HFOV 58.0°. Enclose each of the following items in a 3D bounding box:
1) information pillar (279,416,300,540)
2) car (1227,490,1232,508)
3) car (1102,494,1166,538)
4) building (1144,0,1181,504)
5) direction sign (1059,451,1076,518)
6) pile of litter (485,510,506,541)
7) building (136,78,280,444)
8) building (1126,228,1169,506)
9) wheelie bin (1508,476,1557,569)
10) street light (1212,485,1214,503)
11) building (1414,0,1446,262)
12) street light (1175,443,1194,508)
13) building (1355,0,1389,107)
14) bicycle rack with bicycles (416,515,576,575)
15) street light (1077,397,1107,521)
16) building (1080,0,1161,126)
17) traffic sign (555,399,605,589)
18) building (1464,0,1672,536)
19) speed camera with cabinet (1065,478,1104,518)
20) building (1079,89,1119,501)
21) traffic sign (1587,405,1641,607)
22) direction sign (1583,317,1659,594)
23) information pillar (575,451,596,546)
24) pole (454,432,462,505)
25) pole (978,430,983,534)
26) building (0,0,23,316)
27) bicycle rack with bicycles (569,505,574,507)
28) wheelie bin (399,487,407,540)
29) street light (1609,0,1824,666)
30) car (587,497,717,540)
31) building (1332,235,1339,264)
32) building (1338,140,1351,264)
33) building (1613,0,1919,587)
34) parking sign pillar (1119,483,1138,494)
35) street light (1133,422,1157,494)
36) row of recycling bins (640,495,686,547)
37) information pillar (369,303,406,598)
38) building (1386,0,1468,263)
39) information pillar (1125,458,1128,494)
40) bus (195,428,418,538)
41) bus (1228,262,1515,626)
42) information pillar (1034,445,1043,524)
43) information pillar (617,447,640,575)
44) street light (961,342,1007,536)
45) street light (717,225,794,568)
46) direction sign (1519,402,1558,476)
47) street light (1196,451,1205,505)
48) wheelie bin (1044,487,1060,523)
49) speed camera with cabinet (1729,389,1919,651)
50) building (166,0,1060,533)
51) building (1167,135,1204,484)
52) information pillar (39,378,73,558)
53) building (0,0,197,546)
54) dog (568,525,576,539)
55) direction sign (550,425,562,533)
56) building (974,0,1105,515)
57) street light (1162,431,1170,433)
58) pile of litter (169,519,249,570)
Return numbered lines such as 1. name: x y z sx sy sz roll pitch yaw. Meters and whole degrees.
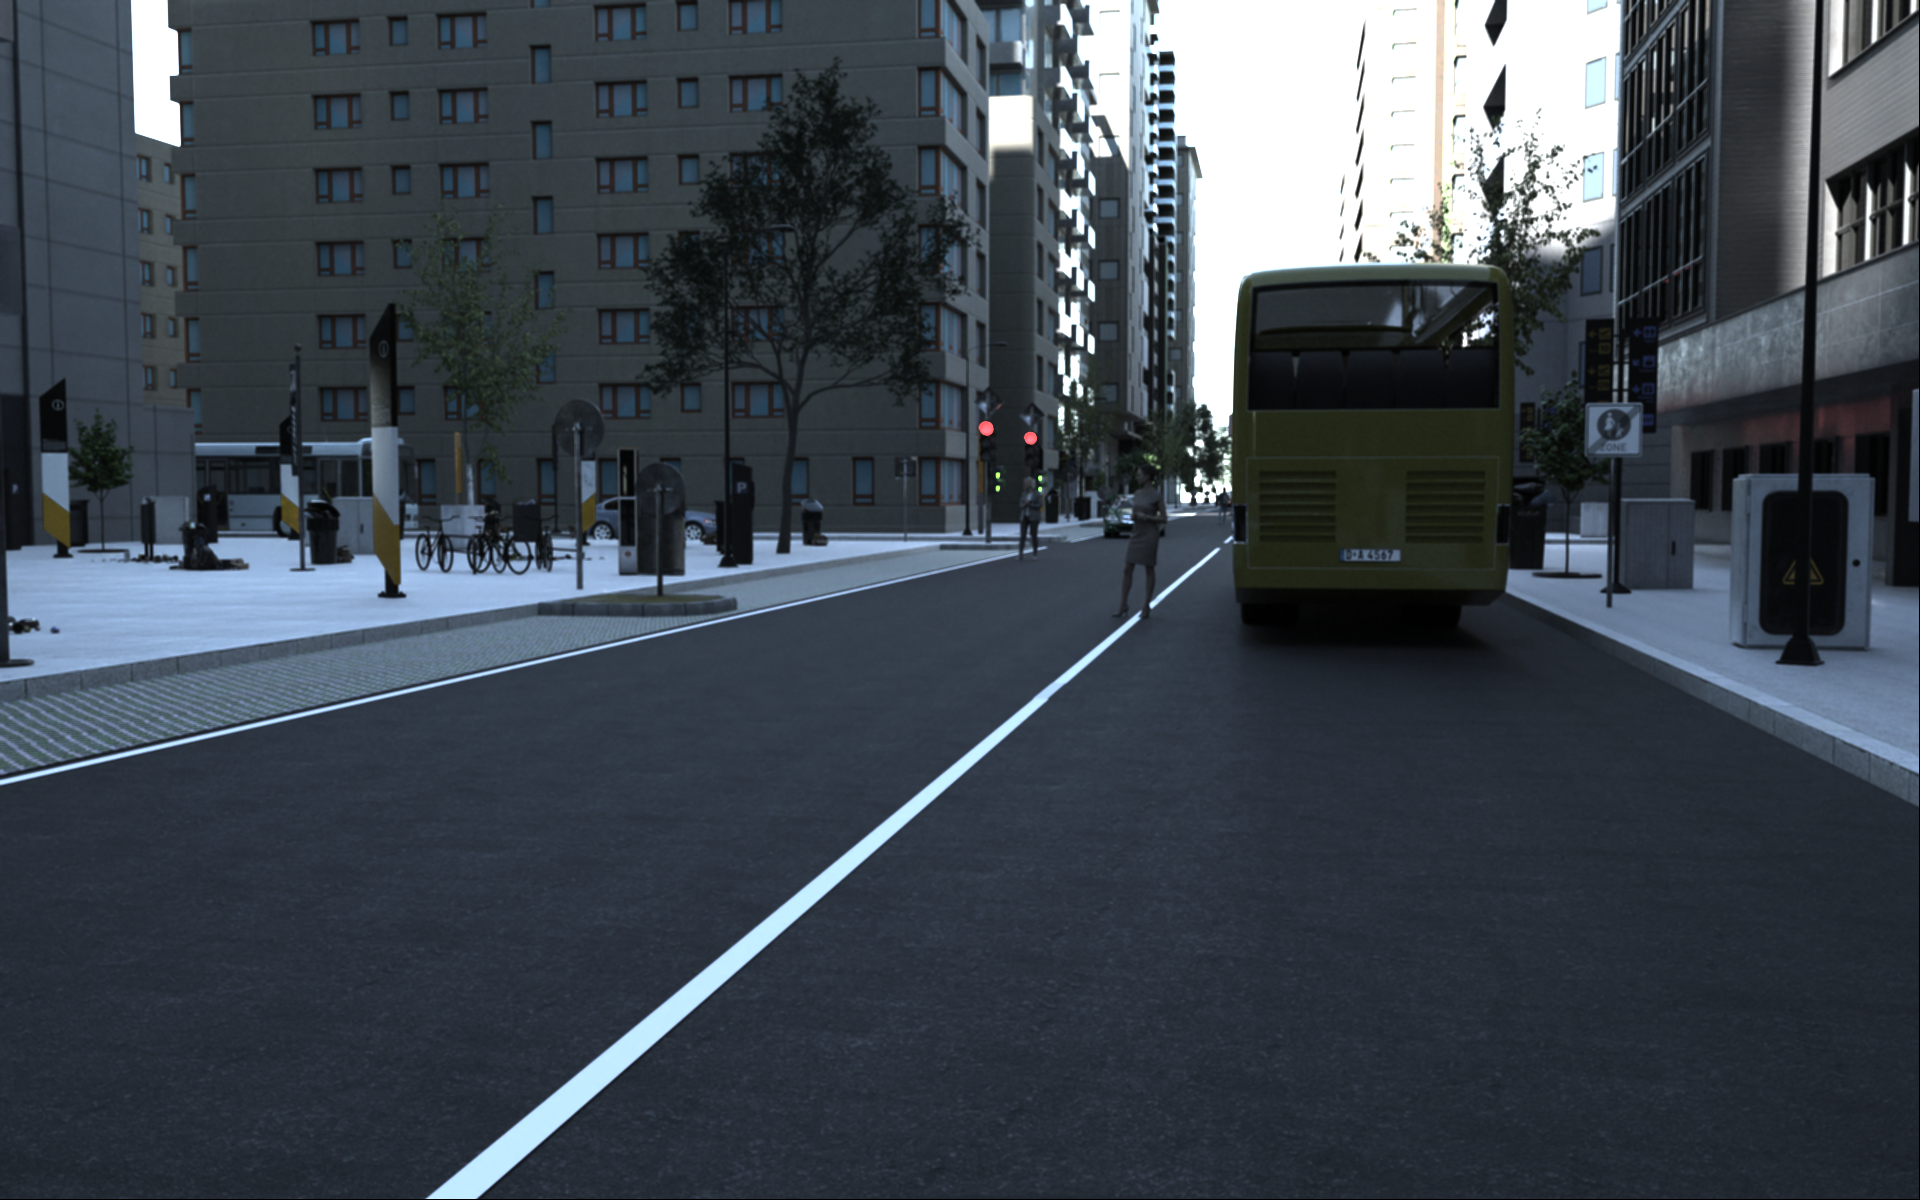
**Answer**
1. information pillar: -18.622 -3.474 48.154 0.504 3.616 0.183 0 4 -3
2. car: 24.357 -8.831 153.052 2.281 1.827 5.304 1 4 9
3. car: 5.890 -2.832 58.099 2.131 1.459 4.920 1 4 10
4. building: 18.582 -56.010 228.433 22.319 86.520 31.000 1 4 11
5. direction sign: 5.693 -6.099 91.710 0.876 3.537 0.379 0 4 -4
6. pile of litter: -13.058 -2.053 47.539 1.176 0.858 1.719 -2 4 -32
7. building: -53.975 -14.557 83.046 28.899 21.520 27.650 1 4 11
8. building: 14.996 -25.432 187.510 14.160 30.474 14.107 1 4 11
9. wheelie bin: 9.720 -1.332 29.680 0.980 1.594 0.693 1 4 9
10. street light: 30.073 -14.537 210.222 1.470 5.913 1.316 1 4 11
11. building: 34.343 -27.612 101.569 14.600 45.320 14.200 1 4 11
12. street light: 20.282 -11.343 157.994 1.470 5.913 1.316 1 4 11
13. building: 46.453 -32.481 154.766 21.300 48.544 21.600 1 4 11
14. bicycle rack with bicycles: -7.506 -0.932 28.625 2.852 0.926 2.925 -2 4 -31
15. street light: 6.380 -6.777 83.337 1.470 5.913 1.316 1 4 11
16. building: 4.022 -35.370 167.537 28.713 52.752 27.495 1 4 11
17. traffic sign: -5.127 -1.417 23.281 0.768 2.556 0.104 1 4 20
18. building: 32.683 -31.559 57.988 28.212 58.520 21.231 1 4 11
19. speed camera with cabinet: 6.647 -5.996 92.368 2.038 3.252 0.660 0 4 7
20. building: -2.303 -27.546 142.265 32.217 40.220 23.993 1 4 11
21. traffic sign: 7.347 -1.064 19.532 0.606 2.300 0.079 1 4 11
22. direction sign: 8.514 -1.858 22.376 0.876 3.537 0.379 2 4 23
23. information pillar: -9.343 -3.168 43.151 0.504 3.616 0.183 0 4 0
24. pole: -16.480 -3.858 56.921 0.158 3.312 0.155 0 3 0
25. pole: 0.665 -3.765 55.408 0.158 3.312 0.155 0 3 0
26. building: -23.956 -23.827 9.180 23.786 49.044 30.456 1 4 11
27. bicycle rack with bicycles: -11.604 -2.665 56.955 2.852 0.926 2.925 0 4 -3
28. wheelie bin: -15.923 -2.483 48.512 0.693 1.594 0.980 2 4 27
29. street light: 5.825 -2.476 13.029 1.470 5.913 1.316 1 4 11
30. car: -8.861 -2.339 50.250 4.499 1.417 2.014 1 4 12
31. building: 65.426 -36.028 272.644 14.154 41.232 14.086 1 4 11
32. building: 60.012 -36.700 223.753 21.300 48.544 21.600 1 4 11
33. building: 18.719 -12.465 22.870 14.314 24.678 30.058 1 4 11
34. parking sign pillar: 11.997 -8.244 123.260 1.447 3.967 1.447 1 4 21
35. street light: 11.854 -8.564 112.568 1.470 5.913 1.316 1 4 11
36. row of recycling bins: -7.318 -2.111 41.634 1.069 1.692 3.534 -1 4 -22
37. information pillar: -7.118 -1.841 21.460 0.504 3.616 0.183 3 5 41
38. building: 40.858 -27.749 137.289 14.154 41.232 14.086 1 4 11
39. information pillar: 10.804 -7.389 112.157 0.183 3.616 0.504 -1 4 -9
40. bus: -22.639 -3.598 53.689 13.247 3.499 2.948 1 4 12
41. bus: 4.758 -1.850 21.796 2.896 3.916 12.252 1 4 9
42. information pillar: 3.369 -5.115 74.991 0.504 3.616 0.183 -2 4 -31
43. information pillar: -5.243 -1.403 27.436 0.304 2.012 0.304 0 4 -2
44. street light: 0.760 -4.936 53.245 1.470 5.913 1.316 1 4 11
45. street light: -3.546 -3.523 30.138 1.470 5.913 1.316 1 4 11
46. direction sign: 14.287 -3.109 42.836 0.876 3.537 0.379 2 4 26
47. street light: 25.800 -13.134 187.273 1.470 5.913 1.316 1 4 11
48. wheelie bin: 4.075 -4.188 76.377 0.693 1.594 0.980 0 4 4
49. speed camera with cabinet: 7.522 -1.219 14.269 2.038 3.252 0.660 1 4 13
50. building: -11.421 -13.911 72.480 27.650 21.520 28.899 1 4 11
51. building: 21.366 -40.993 259.470 28.713 52.752 27.495 1 4 11
52. information pillar: -18.161 -2.656 34.781 0.504 3.616 0.183 -2 4 -35
53. building: -33.725 -36.747 39.059 20.611 71.187 20.563 1 4 11
54. dog: -11.402 -1.976 51.601 0.406 0.507 0.540 1 4 10
55. direction sign: -13.319 -3.978 57.035 0.379 3.537 0.876 0 4 -4
56. building: -3.495 -29.897 108.420 23.786 49.044 30.456 1 4 11
57. street light: 14.877 -9.537 128.472 1.470 5.913 1.316 1 4 11
58. pile of litter: -12.875 -0.960 29.669 1.176 0.858 1.719 -3 4 -36
